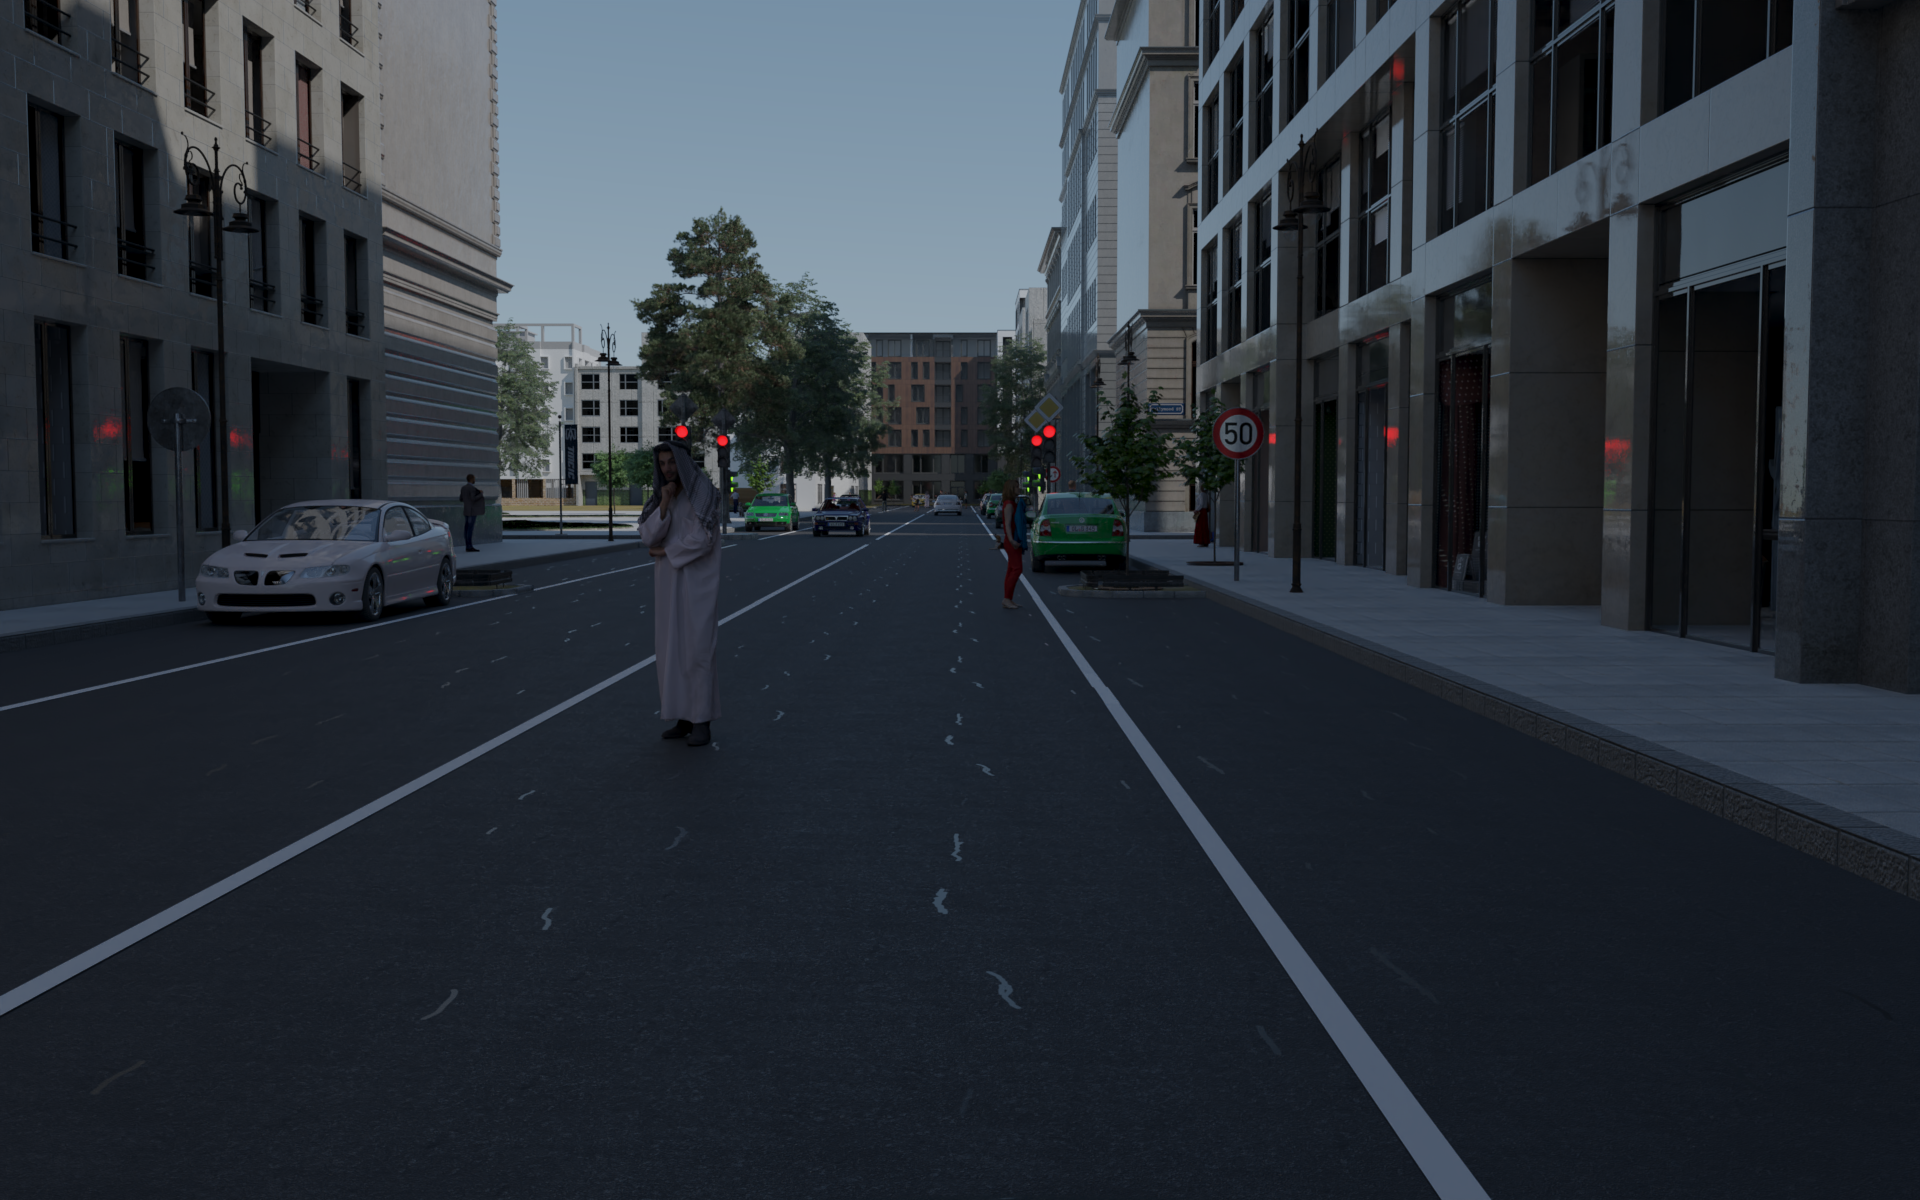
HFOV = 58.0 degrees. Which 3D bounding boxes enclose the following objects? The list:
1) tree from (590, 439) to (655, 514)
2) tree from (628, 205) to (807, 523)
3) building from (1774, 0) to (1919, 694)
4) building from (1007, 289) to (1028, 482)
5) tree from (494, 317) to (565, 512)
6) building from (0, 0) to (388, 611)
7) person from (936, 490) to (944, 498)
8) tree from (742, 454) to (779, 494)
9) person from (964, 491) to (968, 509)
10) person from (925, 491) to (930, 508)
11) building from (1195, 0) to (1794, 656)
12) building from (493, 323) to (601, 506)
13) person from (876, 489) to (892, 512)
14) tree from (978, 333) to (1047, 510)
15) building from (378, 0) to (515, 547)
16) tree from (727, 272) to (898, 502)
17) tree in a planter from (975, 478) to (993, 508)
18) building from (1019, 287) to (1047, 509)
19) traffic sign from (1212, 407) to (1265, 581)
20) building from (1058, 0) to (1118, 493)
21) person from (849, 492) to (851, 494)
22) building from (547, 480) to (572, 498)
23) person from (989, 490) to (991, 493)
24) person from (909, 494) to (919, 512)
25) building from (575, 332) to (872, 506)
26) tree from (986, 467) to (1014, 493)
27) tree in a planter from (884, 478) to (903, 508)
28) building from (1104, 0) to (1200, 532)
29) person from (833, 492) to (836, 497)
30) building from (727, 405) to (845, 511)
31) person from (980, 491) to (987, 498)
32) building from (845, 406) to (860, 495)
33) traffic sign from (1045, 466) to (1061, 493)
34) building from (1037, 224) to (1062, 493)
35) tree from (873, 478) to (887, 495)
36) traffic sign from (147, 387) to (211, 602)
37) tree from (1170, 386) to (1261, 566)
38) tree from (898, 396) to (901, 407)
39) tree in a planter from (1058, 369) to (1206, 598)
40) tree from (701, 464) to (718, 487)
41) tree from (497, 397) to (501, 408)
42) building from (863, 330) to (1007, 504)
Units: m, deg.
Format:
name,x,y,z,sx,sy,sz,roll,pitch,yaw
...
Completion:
name,x,y,z,sx,sy,sz,roll,pitch,yaw
tree,-22.165,-7.793,111.130,4.285,4.588,4.351,0,3,0
tree,-10.522,-10.264,75.232,7.806,13.903,7.818,0,3,0
building,11.671,-11.216,1.398,12.078,24.808,19.932,0,3,0
building,19.863,-21.088,188.758,27.936,21.610,32.646,0,3,0
tree,-33.208,-13.272,123.653,9.857,13.997,8.962,0,3,0
building,-15.692,-10.281,22.840,10.420,20.320,16.860,0,3,0
person,-1.625,-8.036,140.420,0.750,1.759,0.617,-1,4,-19
tree,-9.482,-5.408,83.024,1.663,3.219,1.824,0,3,0
person,0.493,-9.608,166.377,0.721,1.735,1.217,0,4,2
person,-3.350,-10.299,177.558,0.621,1.740,0.551,2,4,29
building,15.886,-13.712,28.700,19.350,26.468,34.151,0,3,0
building,-47.734,-20.899,198.122,11.380,20.091,16.016,0,3,0
person,-6.112,-8.041,139.986,1.348,1.822,0.705,-1,4,-17
tree,5.876,-14.033,136.098,9.857,13.997,8.962,0,3,0
building,-21.480,-12.964,40.847,19.941,23.489,11.050,0,3,0
tree,-9.737,-11.708,98.079,9.857,13.997,8.962,0,3,0
tree in a planter,2.642,-11.460,184.591,1.991,3.239,1.994,0,3,0
building,14.270,-17.761,156.843,16.747,18.905,31.486,0,3,0
traffic sign,4.088,-1.554,25.516,0.768,2.556,0.104,0,4,2
building,11.730,-19.375,94.276,11.434,29.767,29.804,0,3,0
person,-9.292,-8.342,145.664,0.991,1.433,0.599,-1,4,-14
building,-39.994,-17.038,220.715,28.070,9.664,9.099,0,3,0
person,2.645,-8.698,150.856,0.705,1.807,1.348,-2,4,-29
person,-3.715,-7.966,141.930,0.628,1.438,0.799,3,5,42
building,-26.302,-20.260,197.713,31.486,18.905,16.747,0,3,0
tree,4.786,-13.682,207.419,4.285,4.588,4.351,0,3,0
tree in a planter,-7.069,-11.445,184.341,1.991,3.239,1.994,0,3,0
building,23.124,-14.894,62.595,34.723,24.649,14.460,0,3,0
person,-10.391,-8.136,142.291,0.599,1.433,0.991,0,4,1
building,-15.375,-12.419,145.198,9.099,9.664,28.070,0,3,0
person,2.440,-9.528,165.111,1.217,1.723,0.721,-1,4,-13
building,-14.570,-14.143,173.380,9.099,9.664,28.070,0,3,0
traffic sign,4.163,-4.768,78.064,0.768,2.556,0.104,0,4,1
building,11.564,-17.371,120.174,11.583,22.565,21.152,0,3,0
tree,-9.446,-12.815,204.128,1.663,3.219,1.824,0,3,0
traffic sign,-9.294,-1.254,20.617,0.768,2.556,0.104,0,4,2
tree,4.480,-2.244,31.296,1.663,3.219,1.824,0,3,0
tree,-9.351,-13.298,124.078,9.857,13.997,8.962,0,3,0
tree in a planter,2.418,-1.689,24.837,1.991,3.239,1.994,0,3,0
tree,-16.113,-7.081,110.376,1.663,3.219,1.824,0,3,0
tree,-24.495,-8.220,84.767,4.737,8.622,4.395,0,3,0
building,2.500,-23.564,229.252,32.646,21.610,27.936,0,3,0
